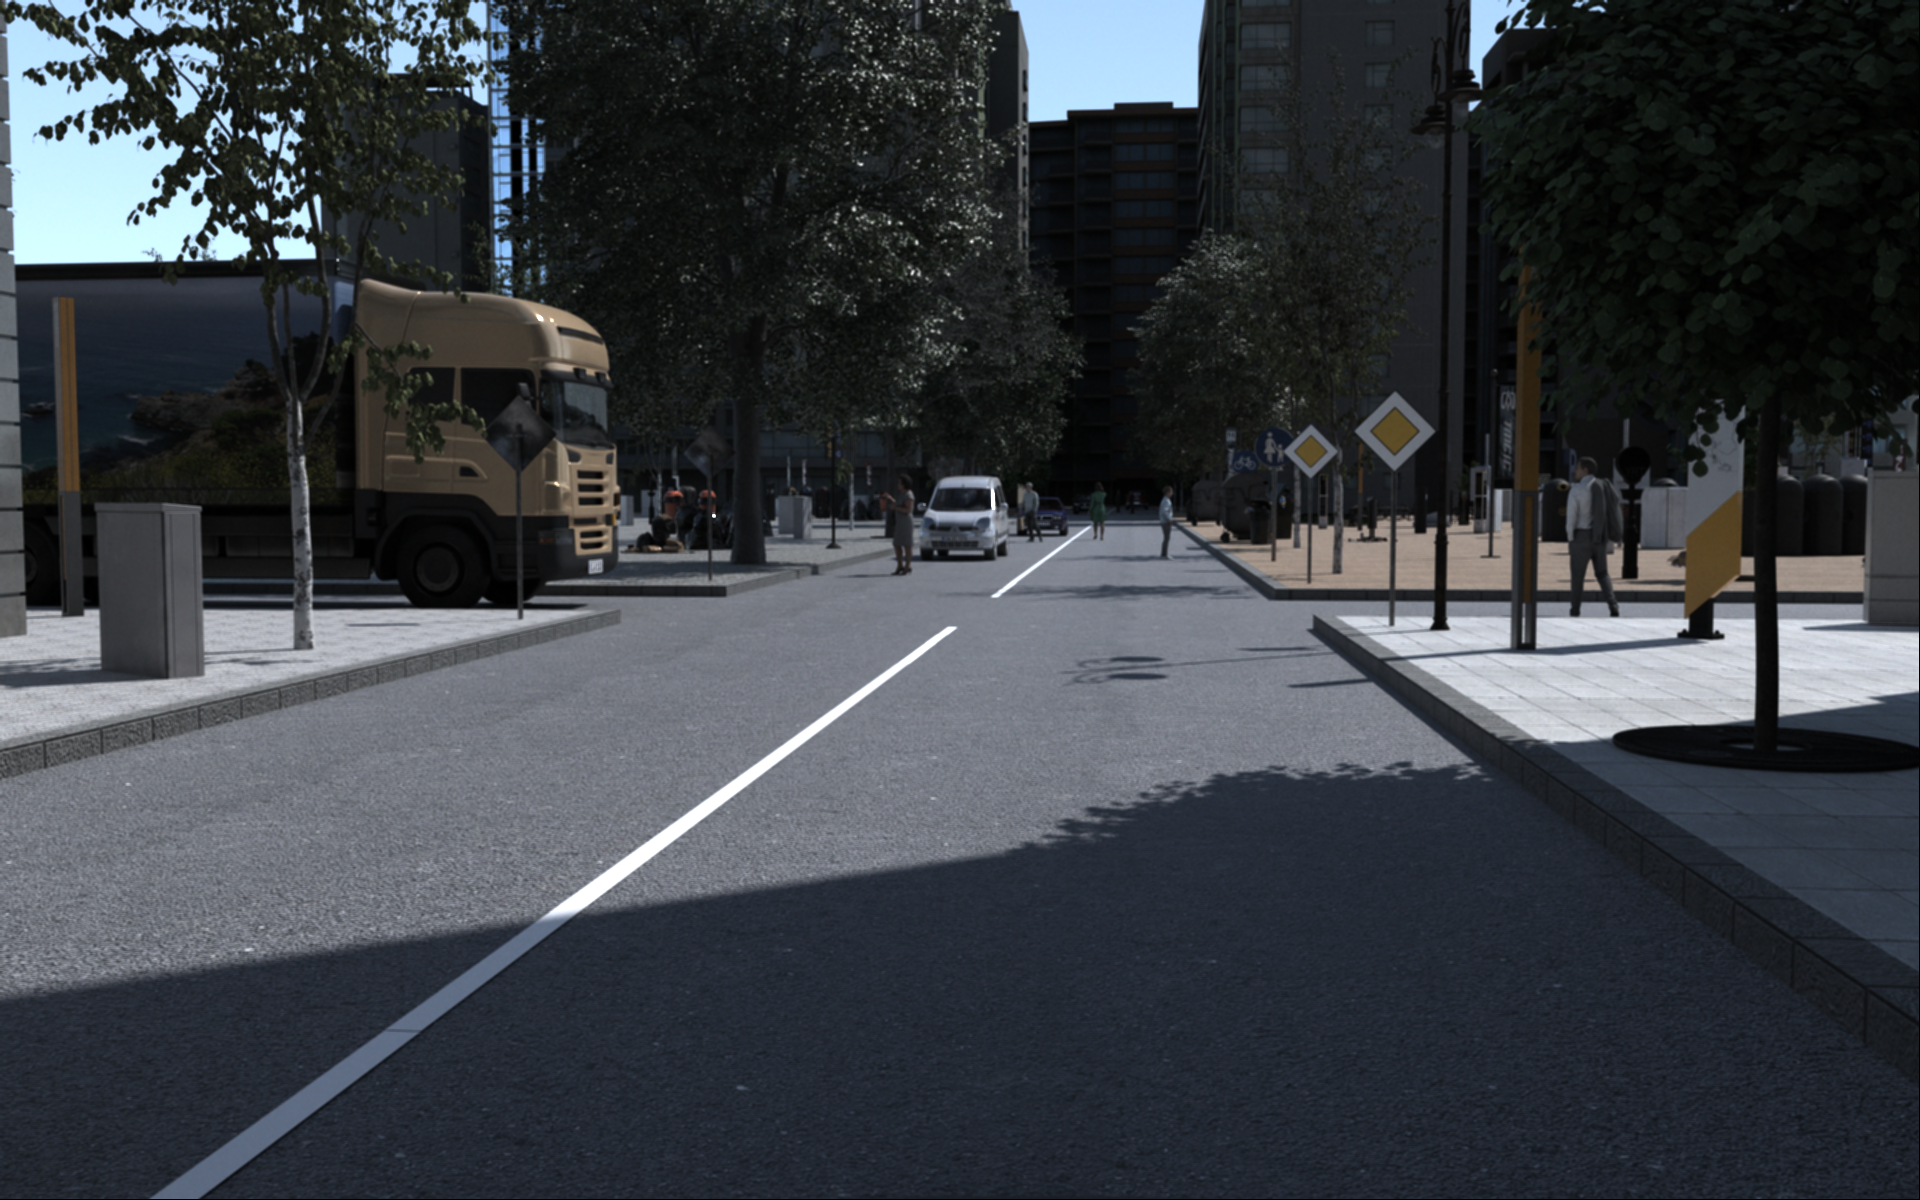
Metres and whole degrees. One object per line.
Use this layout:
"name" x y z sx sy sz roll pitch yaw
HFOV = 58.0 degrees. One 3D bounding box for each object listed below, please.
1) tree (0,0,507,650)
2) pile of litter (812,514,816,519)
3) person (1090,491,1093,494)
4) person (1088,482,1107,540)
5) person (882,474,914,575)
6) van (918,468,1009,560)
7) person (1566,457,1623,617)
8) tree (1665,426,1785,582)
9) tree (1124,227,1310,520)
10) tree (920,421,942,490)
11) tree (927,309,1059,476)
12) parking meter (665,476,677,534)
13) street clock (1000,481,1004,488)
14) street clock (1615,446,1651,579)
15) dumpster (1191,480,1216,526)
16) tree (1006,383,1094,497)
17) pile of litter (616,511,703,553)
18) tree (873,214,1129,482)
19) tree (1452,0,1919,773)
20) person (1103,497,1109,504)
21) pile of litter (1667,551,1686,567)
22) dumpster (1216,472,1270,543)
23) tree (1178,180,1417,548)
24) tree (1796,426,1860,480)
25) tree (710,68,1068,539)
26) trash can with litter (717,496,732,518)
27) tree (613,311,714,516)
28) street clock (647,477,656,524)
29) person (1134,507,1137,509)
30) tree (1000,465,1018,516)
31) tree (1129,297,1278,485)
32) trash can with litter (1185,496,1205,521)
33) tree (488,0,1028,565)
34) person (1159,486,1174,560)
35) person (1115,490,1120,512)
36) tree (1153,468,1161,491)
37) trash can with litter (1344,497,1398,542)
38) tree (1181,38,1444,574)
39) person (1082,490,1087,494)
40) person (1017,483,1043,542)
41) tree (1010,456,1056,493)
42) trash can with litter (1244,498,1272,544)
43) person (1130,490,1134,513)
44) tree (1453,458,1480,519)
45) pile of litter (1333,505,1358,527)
"tree" -5.404 -3.882 13.837 4.737 8.622 4.395 0 3 0
"pile of litter" -8.163 -4.685 90.563 1.719 0.858 1.176 -1 4 -22
"person" 12.810 -9.836 170.113 0.721 1.735 1.217 2 4 25
"person" 4.320 -2.772 54.073 0.600 1.795 0.529 -1 4 -14
"person" -1.102 -1.332 30.643 0.532 1.782 0.716 -1 4 -20
"van" 0.130 -1.946 38.830 2.013 2.044 4.112 0 4 7
"person" 6.860 -0.620 18.742 0.679 1.850 0.850 -1 4 -16
"tree" 11.641 -1.915 25.918 1.663 3.219 1.824 0 3 0
"tree" 12.646 -10.865 84.294 9.857 13.997 8.962 0 3 0
"tree" -0.886 -8.916 96.138 4.737 8.622 4.395 0 3 0
"tree" 1.184 -9.701 84.363 9.928 11.665 9.643 0 3 0
"parking meter" -9.235 -3.040 55.422 0.399 1.863 0.255 -1 4 -8
"street clock" 2.203 -5.456 93.781 0.358 2.002 0.471 -1 4 -11
"street clock" 10.166 -1.325 26.226 0.471 2.002 0.358 0 4 7
"dumpster" 10.008 -3.936 70.105 1.264 1.857 1.865 0 4 6
"tree" 6.989 -12.238 134.502 7.601 10.594 8.767 1 4 10
"pile of litter" -6.517 -1.456 37.772 1.719 0.858 1.176 1 4 15
"tree" 0.444 -9.402 70.723 9.611 12.733 9.660 0 3 0
"tree" 4.094 -1.522 8.602 4.285 4.588 4.351 0 3 0
"person" 12.534 -8.587 152.156 1.065 1.426 0.557 0 4 -6
"pile of litter" 13.206 -1.037 30.917 1.719 0.858 1.176 -3 5 -42
"dumpster" 7.574 -2.466 46.082 1.264 1.857 1.865 0 4 6
"tree" 8.246 -5.546 41.035 4.737 8.622 4.395 0 3 0
"tree" 39.205 -7.878 79.173 4.737 8.622 4.395 0 3 0
"tree" -1.991 -8.533 49.877 12.009 13.543 11.850 0 3 0
"trash can with litter" -12.458 -5.043 93.505 2.233 1.210 1.678 2 4 25
"tree" -11.035 -6.923 63.558 4.360 8.622 3.978 0 3 0
"street clock" -13.024 -4.193 73.122 0.358 2.002 0.471 -2 4 -34
"person" 16.735 -9.540 165.214 1.217 1.736 0.721 1 4 10
"tree" 2.583 -6.603 102.564 1.663 3.219 1.824 0 3 0
"tree" 13.719 -11.092 98.368 9.611 12.733 9.660 0 3 0
"trash can with litter" 11.149 -4.298 81.658 1.055 1.170 0.624 2 4 27
"tree" -3.782 -7.631 31.427 9.857 13.997 8.962 0 3 0
"person" 4.499 -1.674 37.686 0.330 1.601 0.589 1 4 8
"person" 12.273 -7.696 134.874 0.434 1.755 0.990 0 4 -3
"tree" 16.801 -9.148 133.281 4.285 4.588 4.351 0 3 0
"trash can with litter" 10.998 -2.193 46.906 1.678 1.210 2.233 1 4 22
"tree" 5.891 -4.722 27.573 4.360 8.622 3.978 0 3 0
"person" 11.401 -9.199 158.931 1.348 1.821 0.705 -1 4 -19
"person" 2.065 -2.617 51.767 0.782 1.767 0.515 3 5 40
"tree" 4.920 -8.122 116.504 4.285 4.588 4.351 0 3 0
"trash can with litter" 7.670 -2.005 44.171 0.624 1.170 1.055 2 4 25
"person" 12.704 -7.257 128.073 0.530 1.710 0.541 2 4 33
"tree" 26.909 -5.880 90.744 1.663 3.219 1.824 0 3 0
"pile of litter" 15.192 -3.295 67.846 1.176 0.858 1.719 2 4 23
